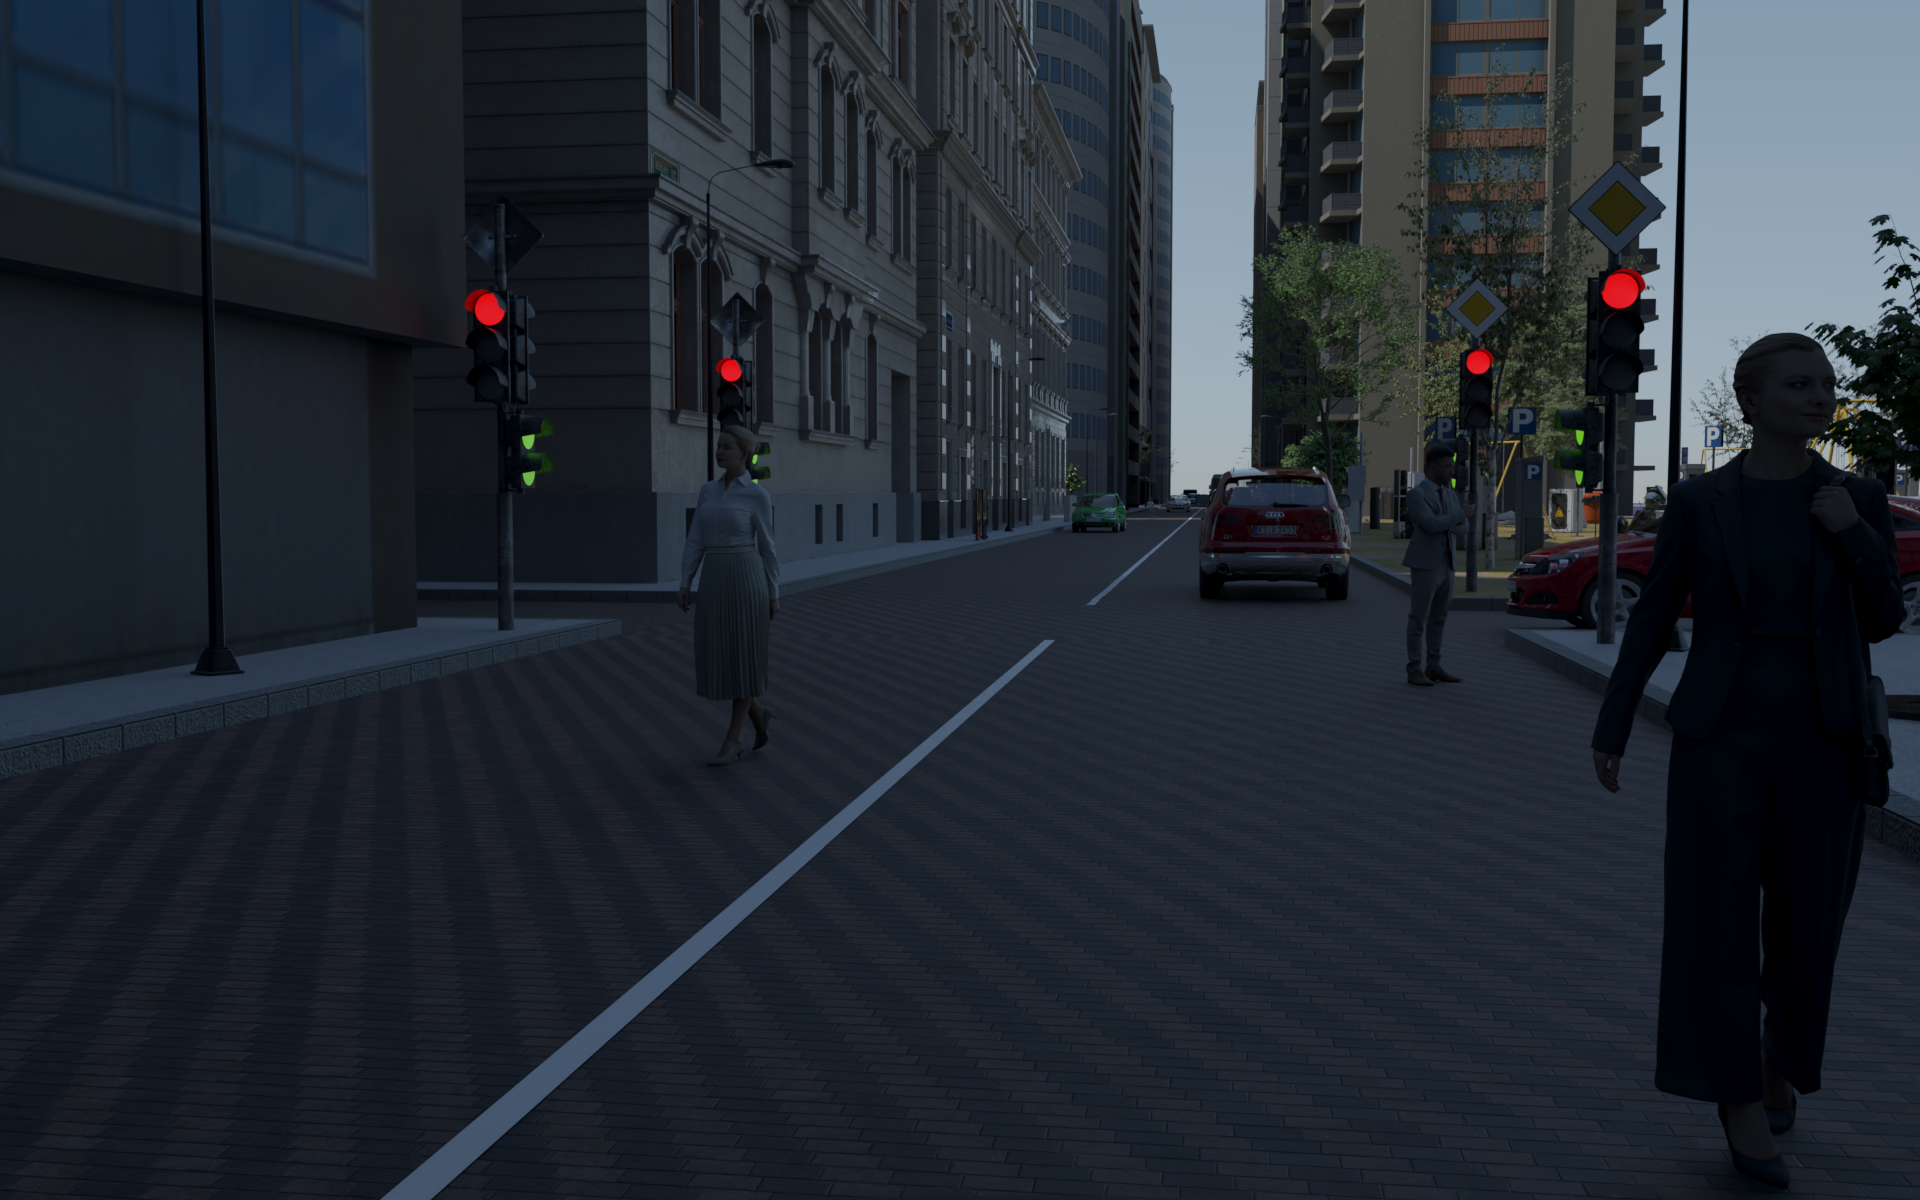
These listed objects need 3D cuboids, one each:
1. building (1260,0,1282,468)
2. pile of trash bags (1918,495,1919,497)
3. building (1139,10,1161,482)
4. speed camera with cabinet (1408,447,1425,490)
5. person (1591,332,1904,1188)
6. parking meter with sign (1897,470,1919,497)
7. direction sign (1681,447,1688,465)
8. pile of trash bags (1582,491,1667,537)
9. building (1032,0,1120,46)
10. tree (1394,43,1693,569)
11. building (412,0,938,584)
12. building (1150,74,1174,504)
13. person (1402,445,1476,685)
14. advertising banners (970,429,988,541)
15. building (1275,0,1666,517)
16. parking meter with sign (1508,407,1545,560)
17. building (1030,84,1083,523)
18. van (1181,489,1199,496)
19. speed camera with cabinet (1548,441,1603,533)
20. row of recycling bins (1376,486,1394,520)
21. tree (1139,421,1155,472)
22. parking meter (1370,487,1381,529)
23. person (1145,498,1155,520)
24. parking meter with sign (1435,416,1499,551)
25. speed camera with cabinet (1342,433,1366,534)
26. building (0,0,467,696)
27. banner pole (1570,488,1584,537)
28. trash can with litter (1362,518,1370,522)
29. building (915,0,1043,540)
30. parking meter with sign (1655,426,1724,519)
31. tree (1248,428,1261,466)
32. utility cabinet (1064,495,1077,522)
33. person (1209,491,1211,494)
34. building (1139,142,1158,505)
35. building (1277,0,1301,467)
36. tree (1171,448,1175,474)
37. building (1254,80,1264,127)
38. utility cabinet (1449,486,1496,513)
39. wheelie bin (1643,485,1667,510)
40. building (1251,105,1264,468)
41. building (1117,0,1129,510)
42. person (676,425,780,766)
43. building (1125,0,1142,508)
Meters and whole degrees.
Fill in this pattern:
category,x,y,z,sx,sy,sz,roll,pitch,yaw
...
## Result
category,x,y,z,sx,sy,sz,roll,pitch,yaw
building,37.878,-37.524,155.520,21.231,58.520,28.212,1,4,8
pile of trash bags,20.873,-1.724,37.940,1.912,1.369,3.447,3,5,40
building,7.835,-37.136,196.405,28.713,52.752,27.495,1,4,8
speed camera with cabinet,19.541,-4.801,72.830,0.660,3.252,2.038,-1,4,-21
person,1.720,0.315,3.770,0.576,1.772,0.534,0,4,-3
parking meter with sign,29.548,-3.537,54.096,1.738,3.016,0.543,2,4,25
direction sign,34.746,-5.607,83.673,0.379,3.537,0.876,-2,4,-32
pile of trash bags,19.038,-2.342,48.042,3.447,1.369,1.912,0,4,7
building,-0.903,-34.928,113.074,21.231,58.520,28.212,1,4,8
tree,9.291,-4.835,29.410,4.360,8.622,3.978,0,3,0
building,-8.837,-15.195,35.820,14.401,28.519,23.554,1,4,8
building,18.174,-42.540,237.529,21.231,58.520,28.212,1,4,8
person,3.617,-0.266,13.036,0.466,1.800,0.511,3,5,40
advertising banners,0.510,-3.144,47.594,0.090,3.025,2.074,1,4,14
building,31.974,-27.966,111.868,22.147,44.769,28.867,1,4,8
parking meter with sign,11.142,-2.304,33.939,0.543,3.016,1.738,0,4,8
building,-0.778,-15.086,82.809,11.583,22.565,21.152,1,4,8
van,27.670,-12.467,208.222,2.240,2.365,5.245,0,4,7
speed camera with cabinet,20.428,-3.839,57.108,0.660,3.252,2.038,-2,4,-32
row of recycling bins,21.870,-4.941,87.900,1.069,1.692,3.534,-1,4,-14
tree,17.331,-13.640,173.374,4.360,8.622,3.978,0,3,0
parking meter,15.168,-3.356,63.289,0.372,1.533,0.369,0,3,0
person,10.481,-5.013,95.484,0.505,1.210,0.382,-1,4,-9
parking meter with sign,11.603,-2.647,39.540,1.738,3.016,0.543,-3,4,-36
speed camera with cabinet,12.839,-3.805,56.545,0.660,3.252,2.038,0,4,7
building,-12.834,-22.004,9.869,14.200,45.320,14.600,1,4,8
banner pole,18.568,-3.789,51.969,0.401,3.779,0.863,1,4,17
trash can with litter,18.594,-4.198,79.701,1.678,1.210,2.233,2,4,30
building,-4.353,-16.061,59.856,12.463,27.353,25.104,1,4,8
parking meter with sign,18.499,-2.920,44.003,1.738,3.016,0.543,-1,4,-22
tree,31.882,-14.027,179.702,4.360,8.622,3.978,0,3,0
utility cabinet,5.068,-4.192,79.699,0.306,1.237,1.020,1,4,23
person,27.917,-11.323,193.708,0.705,1.814,1.350,2,4,33
building,17.410,-34.648,216.602,14.600,45.320,14.200,1,4,8
building,31.876,-27.575,134.454,14.154,41.232,14.086,1,4,8
tree,30.214,-18.754,256.981,4.360,8.622,3.978,0,3,0
building,51.028,-38.235,214.385,28.713,52.752,27.495,1,4,8
utility cabinet,13.730,-2.307,46.398,1.173,1.500,0.318,2,4,28
wheelie bin,29.373,-3.996,73.235,0.980,1.594,0.693,2,4,32
building,40.053,-33.315,194.809,14.600,45.320,14.200,1,4,8
building,5.618,-27.601,134.872,14.154,41.232,14.086,1,4,8
person,-1.197,-0.039,9.362,0.478,1.798,0.641,2,4,33
building,4.836,-32.386,153.218,21.300,48.544,21.600,1,4,8
